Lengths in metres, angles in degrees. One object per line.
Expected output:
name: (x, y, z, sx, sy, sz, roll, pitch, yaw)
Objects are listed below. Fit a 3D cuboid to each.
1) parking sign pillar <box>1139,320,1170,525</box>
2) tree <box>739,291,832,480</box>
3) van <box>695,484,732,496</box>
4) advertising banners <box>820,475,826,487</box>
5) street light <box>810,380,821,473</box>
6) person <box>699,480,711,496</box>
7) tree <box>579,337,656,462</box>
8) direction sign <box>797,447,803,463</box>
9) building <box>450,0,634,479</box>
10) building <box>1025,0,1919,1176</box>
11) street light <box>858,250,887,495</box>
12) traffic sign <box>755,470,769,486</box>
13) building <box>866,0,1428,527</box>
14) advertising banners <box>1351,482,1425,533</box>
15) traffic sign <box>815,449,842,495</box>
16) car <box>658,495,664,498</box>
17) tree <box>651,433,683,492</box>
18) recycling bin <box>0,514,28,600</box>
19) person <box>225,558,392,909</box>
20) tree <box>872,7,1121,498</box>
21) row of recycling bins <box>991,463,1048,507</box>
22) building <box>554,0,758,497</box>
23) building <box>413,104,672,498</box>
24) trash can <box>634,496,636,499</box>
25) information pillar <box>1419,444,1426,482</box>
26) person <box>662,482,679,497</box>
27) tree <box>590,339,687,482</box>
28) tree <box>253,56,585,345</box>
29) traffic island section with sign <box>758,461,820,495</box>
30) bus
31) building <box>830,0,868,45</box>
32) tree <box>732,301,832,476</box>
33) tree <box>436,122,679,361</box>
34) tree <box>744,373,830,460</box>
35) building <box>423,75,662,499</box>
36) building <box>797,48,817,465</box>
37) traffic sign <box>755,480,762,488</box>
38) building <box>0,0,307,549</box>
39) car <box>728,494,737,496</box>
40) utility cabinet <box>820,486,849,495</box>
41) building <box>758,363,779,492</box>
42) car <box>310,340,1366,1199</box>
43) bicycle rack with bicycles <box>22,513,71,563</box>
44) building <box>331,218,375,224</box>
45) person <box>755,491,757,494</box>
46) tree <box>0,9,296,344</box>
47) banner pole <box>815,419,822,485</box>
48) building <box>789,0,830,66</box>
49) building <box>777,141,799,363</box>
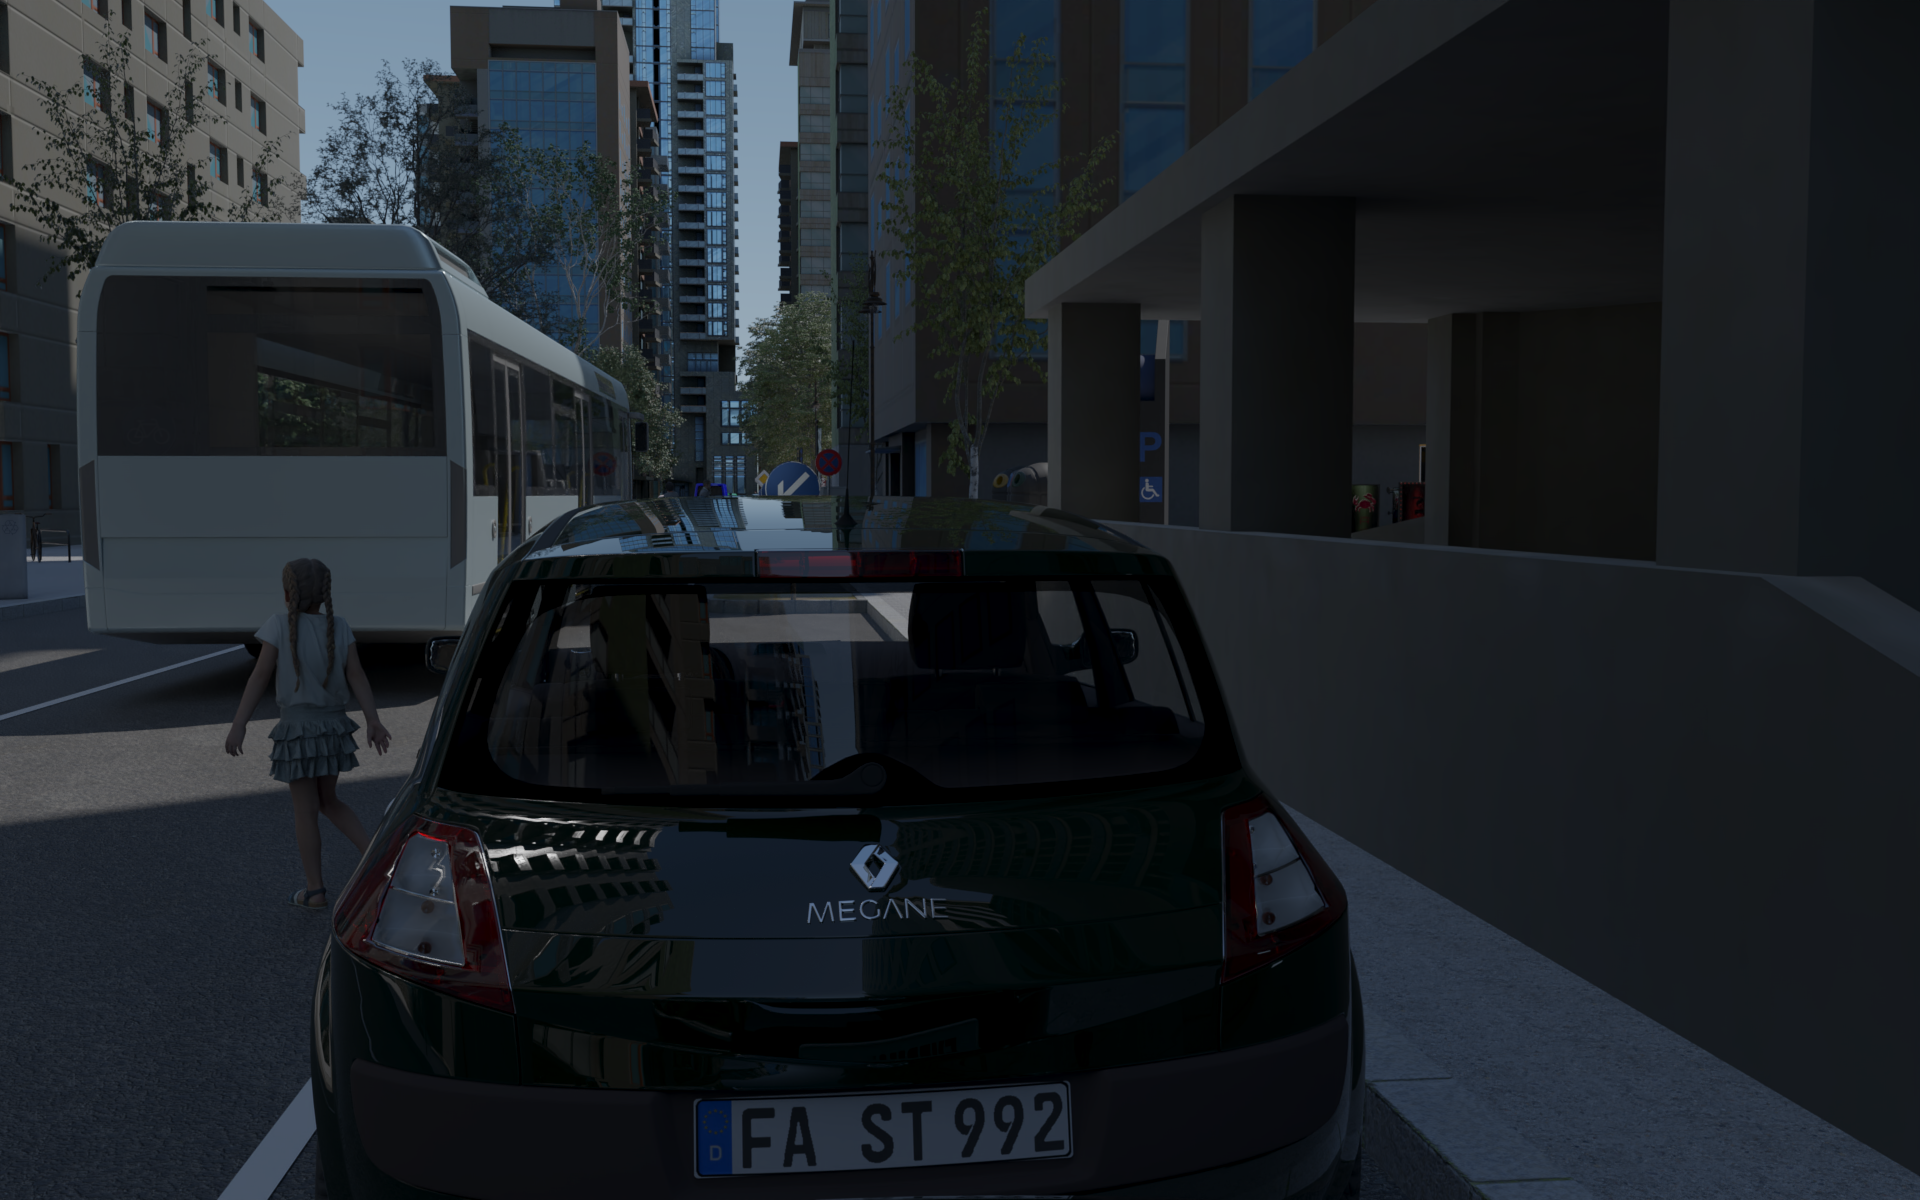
parking sign pillar: (2.662, -2.173, 23.995, 1.447, 3.967, 1.447, 1, 4, 9)
tree: (-8.640, -10.963, 97.371, 7.486, 12.596, 7.792, 0, 3, 0)
van: (-14.851, -6.079, 103.773, 2.240, 2.365, 5.245, 0, 4, -5)
advertising banners: (-11.222, -8.367, 132.983, 2.074, 3.025, 0.090, 0, 4, -4)
street light: (-5.848, -5.966, 70.327, 0.468, 5.910, 1.993, 0, 4, -7)
person: (-6.749, -2.287, 46.014, 0.853, 1.813, 0.709, -1, 4, -15)
tree: (-22.084, -10.353, 103.691, 8.767, 10.594, 7.601, 1, 4, 14)
direction sign: (-7.769, -5.631, 84.071, 0.379, 3.537, 0.876, -1, 4, -23)
building: (-37.534, -31.084, 158.341, 14.600, 45.320, 14.200, 0, 4, -7)
building: (17.162, -19.418, 9.367, 32.217, 40.220, 23.993, 0, 4, -7)
street light: (-1.669, -3.685, 33.034, 0.468, 5.910, 1.993, 0, 4, -7)
traffic sign: (-7.970, -4.093, 70.567, 0.795, 2.450, 0.064, 0, 4, -7)
building: (5.149, -23.893, 40.759, 14.600, 45.320, 14.200, 0, 4, -7)
advertising banners: (5.918, -1.614, 22.585, 2.074, 3.025, 0.090, -1, 4, -16)
traffic sign: (-3.712, -2.991, 49.003, 0.768, 2.556, 0.104, 0, 4, -6)
car: (-20.295, -6.613, 120.488, 2.083, 1.381, 4.827, 0, 4, -5)
tree: (-33.937, -15.229, 199.357, 4.737, 8.622, 4.395, 0, 3, 0)
recycling bin: (-11.883, -0.530, 21.226, 0.722, 1.027, 0.722, -2, 4, -35)
person: (-2.233, 0.464, 5.937, 0.382, 1.210, 0.505, 3, 5, 43)
tree: (0.403, -4.712, 27.399, 4.737, 8.622, 4.395, 0, 3, 0)
row of recycling bins: (1.045, -1.047, 24.233, 1.069, 1.692, 3.534, 0, 4, -4)
building: (-44.505, -57.018, 244.912, 31.000, 86.520, 22.319, 0, 4, -7)
building: (-51.267, -36.300, 213.113, 30.456, 49.044, 23.786, 0, 4, -7)
trash can: (-28.037, -8.362, 148.377, 0.748, 1.137, 0.748, 0, 3, 0)
information pillar: (7.012, -1.296, 25.679, 0.304, 2.012, 0.304, -3, 4, -36)
person: (-8.172, -2.458, 49.041, 0.532, 1.782, 0.716, 3, 5, 44)
tree: (-25.197, -12.964, 128.970, 9.611, 12.733, 9.660, 0, 3, 0)
tree: (-15.334, -8.423, 48.093, 12.009, 13.543, 11.850, 0, 3, 0)
traffic island section with sign: (-2.206, -0.797, 21.651, 1.989, 1.847, 2.006, 0, 4, -7)
bus: (-5.285, -1.437, 18.353, 2.948, 3.499, 13.247, 0, 4, -5)
building: (2.226, -23.193, 62.795, 14.154, 41.232, 14.086, 0, 4, -7)
tree: (-10.280, -12.594, 112.565, 9.857, 13.997, 8.962, 0, 3, 0)
tree: (-20.830, -14.239, 88.701, 12.611, 20.169, 13.585, 0, 3, 0)
tree: (-11.717, -11.658, 125.016, 8.767, 10.594, 7.601, 0, 4, 7)
building: (-42.677, -32.106, 179.558, 22.147, 44.769, 28.867, 0, 4, -7)
building: (-8.236, -29.362, 163.670, 14.154, 41.232, 14.086, 0, 4, -7)
traffic sign: (-8.900, -4.578, 78.498, 0.795, 2.450, 0.064, 0, 4, -7)
building: (-37.720, -12.596, 50.976, 28.899, 21.520, 27.650, 0, 4, -7)
car: (-18.805, -8.074, 140.812, 1.959, 1.807, 4.718, 0, 4, -8)
utility cabinet: (-3.724, -2.560, 50.531, 0.318, 1.500, 1.173, 2, 4, 34)
building: (-15.000, -24.950, 252.973, 28.899, 21.520, 27.650, 0, 4, -7)
car: (-0.397, 0.331, 4.380, 2.009, 1.686, 4.222, -1, 4, -8)
bicycle rack with bicycles: (-17.925, -1.155, 32.267, 2.852, 0.926, 2.925, -3, 5, -43)
building: (-86.333, -33.880, 245.814, 23.993, 40.220, 32.217, 0, 4, -7)
person: (-18.789, -9.124, 158.205, 0.750, 1.759, 0.617, 1, 4, 14)
tree: (-12.812, -4.719, 27.526, 4.360, 8.622, 3.978, 0, 3, 0)
banner pole: (-4.724, -4.155, 57.958, 0.401, 3.779, 0.863, -1, 4, -18)
building: (-3.509, -36.467, 185.480, 28.713, 52.752, 27.495, 0, 4, -7)
building: (-11.210, -34.164, 213.210, 22.147, 44.769, 28.867, 0, 4, -7)
